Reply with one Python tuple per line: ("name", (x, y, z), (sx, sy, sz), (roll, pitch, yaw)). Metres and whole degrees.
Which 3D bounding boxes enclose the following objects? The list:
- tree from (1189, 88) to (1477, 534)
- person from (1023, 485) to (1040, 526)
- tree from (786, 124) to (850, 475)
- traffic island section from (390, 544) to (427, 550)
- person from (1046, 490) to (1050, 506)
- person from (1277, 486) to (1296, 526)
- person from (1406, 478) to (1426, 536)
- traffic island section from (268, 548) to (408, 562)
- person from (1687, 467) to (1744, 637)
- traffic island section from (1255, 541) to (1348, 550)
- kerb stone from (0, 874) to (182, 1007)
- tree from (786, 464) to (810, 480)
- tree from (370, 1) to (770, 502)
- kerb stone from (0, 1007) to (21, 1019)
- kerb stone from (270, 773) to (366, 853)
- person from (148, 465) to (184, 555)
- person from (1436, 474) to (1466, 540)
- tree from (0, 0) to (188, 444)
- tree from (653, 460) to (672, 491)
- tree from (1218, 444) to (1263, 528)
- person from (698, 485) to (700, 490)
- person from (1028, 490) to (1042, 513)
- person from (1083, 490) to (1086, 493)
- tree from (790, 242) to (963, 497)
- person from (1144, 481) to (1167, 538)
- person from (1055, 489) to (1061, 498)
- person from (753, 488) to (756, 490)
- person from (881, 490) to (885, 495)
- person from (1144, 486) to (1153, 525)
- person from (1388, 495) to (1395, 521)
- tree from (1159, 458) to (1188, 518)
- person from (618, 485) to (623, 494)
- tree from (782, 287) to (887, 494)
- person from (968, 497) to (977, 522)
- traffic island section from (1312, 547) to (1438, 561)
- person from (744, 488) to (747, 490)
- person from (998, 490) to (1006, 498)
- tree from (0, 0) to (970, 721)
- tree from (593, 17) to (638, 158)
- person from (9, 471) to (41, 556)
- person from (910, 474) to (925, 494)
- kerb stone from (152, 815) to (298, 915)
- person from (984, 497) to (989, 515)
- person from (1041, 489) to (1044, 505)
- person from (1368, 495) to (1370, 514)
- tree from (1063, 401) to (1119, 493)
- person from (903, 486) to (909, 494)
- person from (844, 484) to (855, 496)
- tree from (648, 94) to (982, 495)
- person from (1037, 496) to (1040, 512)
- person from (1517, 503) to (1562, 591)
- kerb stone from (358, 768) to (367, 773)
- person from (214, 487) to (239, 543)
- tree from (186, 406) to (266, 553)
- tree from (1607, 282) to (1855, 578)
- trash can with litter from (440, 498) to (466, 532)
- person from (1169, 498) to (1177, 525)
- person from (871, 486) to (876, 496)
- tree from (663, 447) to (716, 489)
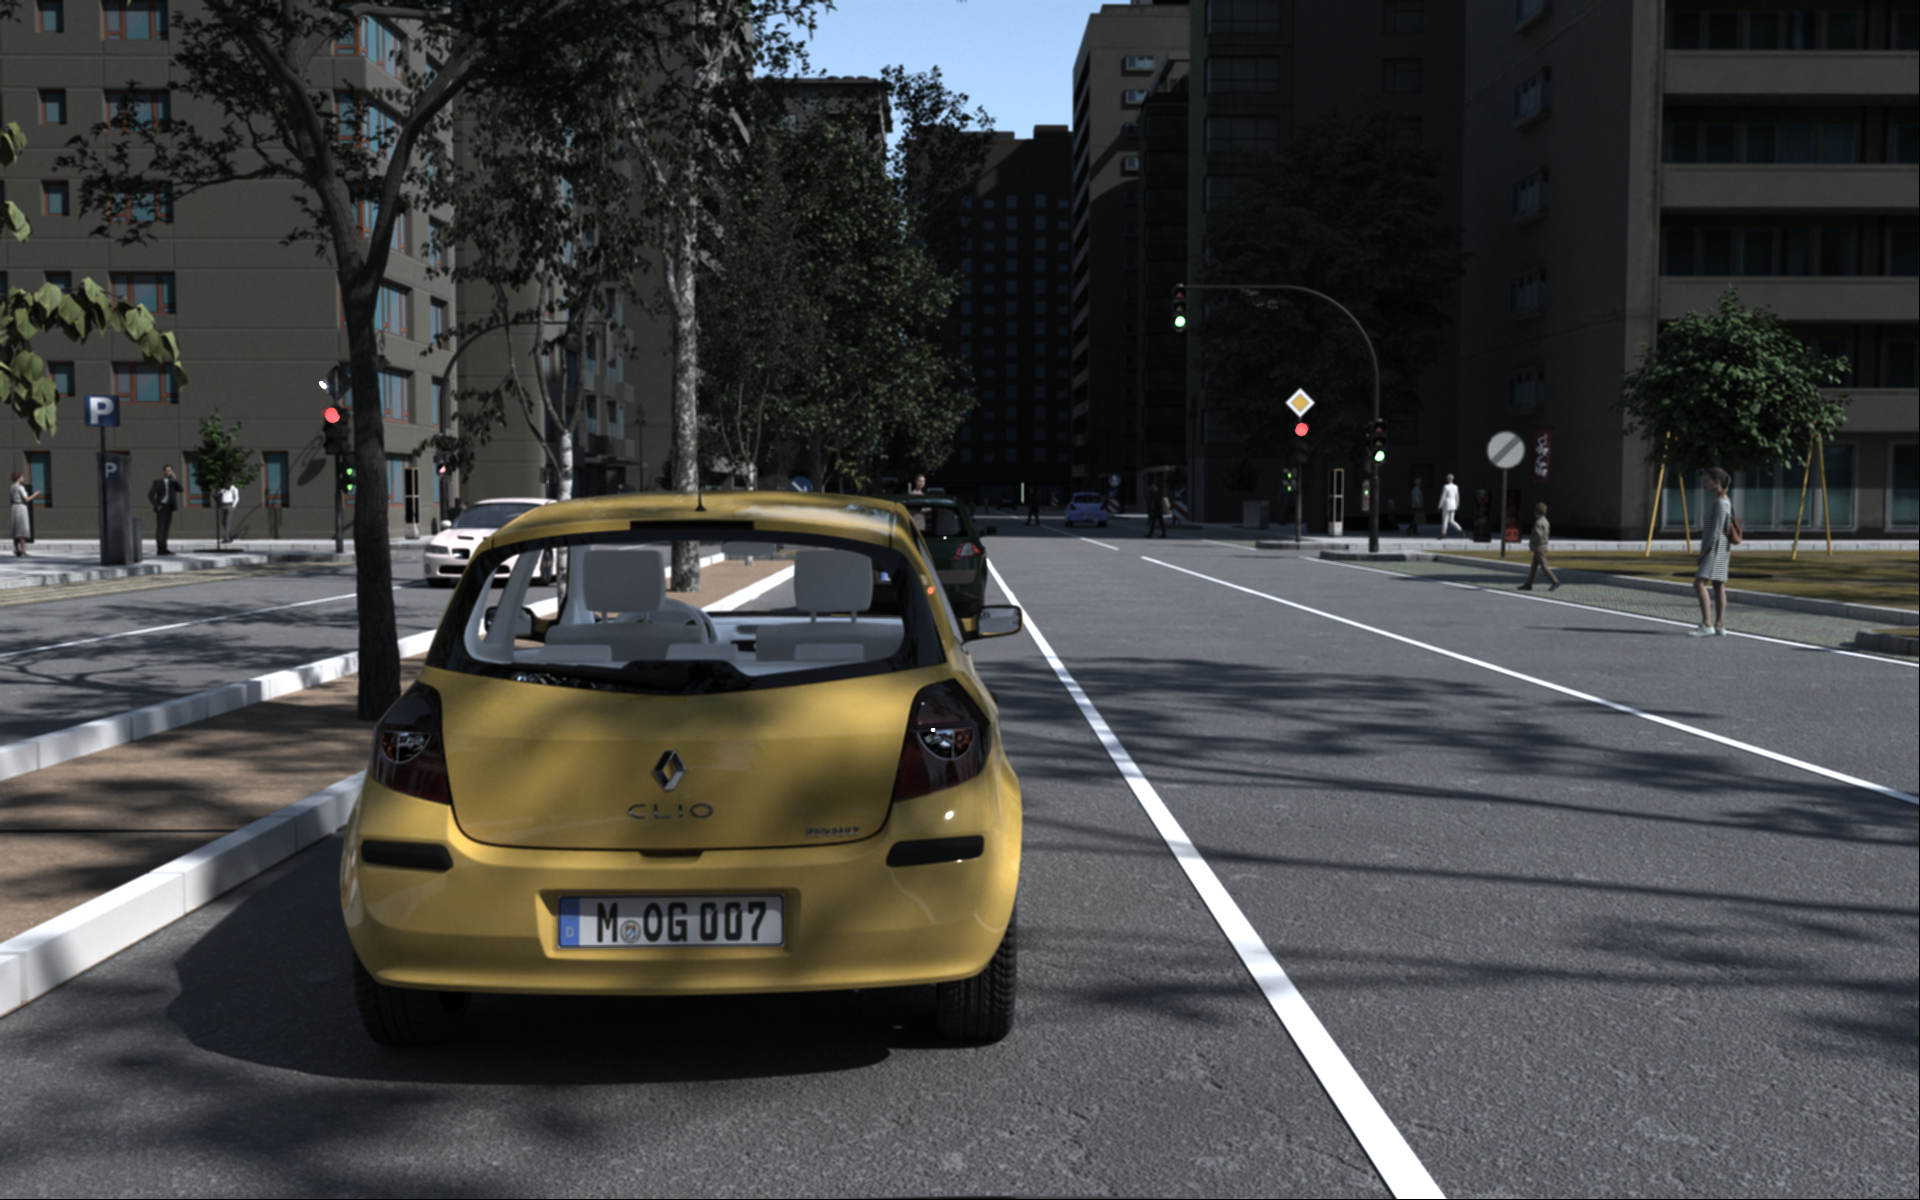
("tree", (11.625, -9.143, 56.151), (9.857, 13.997, 8.962), (0, 3, 0))
("person", (3.244, -4.302, 78.621), (0.755, 1.850, 0.659), (1, 4, 14))
("tree", (-4.223, -4.997, 34.522), (4.360, 8.622, 3.978), (0, 3, 0))
("traffic island section", (-13.637, -1.437, 45.771), (2.009, 0.180, 2.903), (0, 4, -1))
("person", (9.524, -11.001, 186.630), (0.721, 1.735, 1.217), (1, 4, 19))
("person", (13.280, -3.949, 70.733), (0.853, 1.813, 0.709), (3, 4, 37))
("person", (13.957, -2.841, 52.986), (0.515, 1.767, 0.782), (0, 4, 5))
("traffic island section", (-13.552, -0.948, 37.787), (2.009, 0.180, 2.903), (0, 4, -1))
("person", (7.641, -0.491, 17.526), (0.522, 1.701, 0.512), (1, 4, 18))
("traffic island section", (9.003, -1.451, 46.007), (2.009, 0.180, 2.903), (0, 4, -1))
("kerb stone", (-2.682, 1.030, 5.358), (0.120, 0.150, 1.000), (0, 4, -1))
("tree", (-17.393, -12.382, 186.162), (4.285, 4.588, 4.351), (0, 3, 0))
("tree", (-3.957, -3.941, 17.249), (4.360, 8.622, 3.978), (0, 3, 0))
("kerb stone", (-2.676, 1.095, 4.329), (0.120, 0.150, 1.000), (0, 4, -1))
("kerb stone", (-2.708, 0.905, 7.403), (0.120, 0.150, 1.000), (0, 4, -1))
("person", (-16.721, -1.904, 36.534), (0.474, 1.900, 0.648), (1, 4, 20))
("person", (13.751, -2.603, 48.475), (0.818, 1.842, 0.514), (3, 5, 41))
("tree", (-3.800, -3.173, 4.704), (4.737, 8.622, 4.395), (0, 3, 0))
("tree", (-16.351, -6.367, 98.695), (1.663, 3.219, 1.824), (0, 3, 0))
("tree", (11.002, -4.415, 66.794), (1.663, 3.219, 1.824), (0, 3, 0))
("person", (-11.258, -4.078, 75.028), (0.795, 1.843, 0.661), (0, 4, 6))
("person", (5.577, -7.292, 128.449), (1.217, 1.735, 0.721), (3, 5, 39))
("person", (11.513, -9.390, 161.046), (0.593, 1.643, 0.415), (0, 4, 6))
("tree", (-4.342, -10.678, 83.691), (9.857, 13.997, 8.962), (0, 3, 0))
("person", (6.360, -2.941, 56.355), (0.755, 1.850, 0.659), (1, 4, 22))
("person", (10.282, -10.925, 184.746), (0.705, 1.814, 1.350), (-2, 4, -32))
("person", (-17.299, -8.549, 145.758), (0.705, 1.831, 1.348), (3, 4, 37))
("person", (-7.376, -9.535, 164.411), (1.348, 1.822, 0.705), (1, 4, 22))
("person", (8.622, -4.323, 79.357), (0.526, 1.800, 0.537), (2, 4, 27))
("person", (17.021, -3.530, 68.440), (0.332, 1.250, 0.352), (-1, 4, -10))
("tree", (11.545, -5.956, 91.983), (1.663, 3.219, 1.824), (0, 3, 0))
("person", (-18.677, -5.449, 95.315), (0.537, 1.800, 0.526), (3, 4, 37))
("tree", (-4.305, -6.774, 63.578), (4.737, 8.622, 4.395), (0, 3, 0))
("person", (0.620, -4.641, 88.658), (0.640, 1.303, 0.475), (2, 4, 27))
("traffic island section", (9.088, -0.963, 38.022), (2.009, 0.180, 2.903), (0, 4, -1))
("person", (-18.333, -8.673, 147.855), (0.705, 1.823, 1.348), (-1, 4, -9))
("person", (4.622, -10.777, 184.328), (1.348, 1.869, 0.705), (0, 4, 2))
("tree", (-3.658, -4.535, 11.019), (8.767, 10.594, 7.601), (0, 4, -1))
("tree", (-5.245, -10.229, 25.589), (12.611, 20.169, 13.585), (0, 3, 0))
("person", (-19.317, -1.781, 35.740), (0.480, 1.755, 0.524), (2, 4, 24))
("person", (-0.695, -1.278, 29.737), (0.374, 1.781, 0.599), (1, 4, 22))
("kerb stone", (-2.696, 0.967, 6.380), (0.120, 0.150, 1.000), (0, 4, -1))
("person", (1.855, -6.518, 119.759), (0.352, 1.250, 0.332), (2, 4, 33))
("person", (9.278, -11.592, 195.666), (0.705, 1.812, 1.348), (0, 4, 4))
("person", (13.771, -2.873, 57.707), (0.352, 1.250, 0.332), (-1, 4, -21))
("tree", (10.000, -11.150, 132.665), (4.360, 8.622, 3.978), (0, 3, 0))
("person", (-2.653, -4.765, 86.425), (0.620, 1.820, 0.660), (2, 4, 27))
("person", (-4.603, -3.934, 72.621), (0.655, 1.846, 0.447), (3, 5, 41))
("tree", (-4.161, -7.962, 49.636), (9.611, 12.733, 9.660), (0, 3, 0))
("person", (6.076, -7.568, 135.494), (0.557, 1.426, 1.065), (-1, 4, -13))
("person", (8.543, -0.779, 25.506), (0.640, 1.303, 0.475), (1, 4, 21))
("kerb stone", (-2.718, 0.842, 8.425), (0.120, 0.150, 1.000), (0, 4, -1))
("person", (-19.224, -2.399, 45.374), (0.679, 1.850, 0.850), (0, 4, 6))
("tree", (-16.403, -2.664, 38.164), (1.663, 3.219, 1.824), (0, 3, 0))
("tree", (11.889, -2.649, 27.026), (4.285, 4.588, 4.351), (0, 3, 0))
("trash can with litter", (-15.768, -2.593, 53.789), (0.624, 1.170, 1.055), (0, 4, 0))
("person", (9.046, -3.673, 72.832), (0.475, 1.303, 0.640), (-1, 4, -19))
("person", (-3.811, -4.067, 75.334), (0.374, 1.781, 0.599), (0, 4, 3))
("tree", (-16.389, -7.383, 104.425), (4.285, 4.588, 4.351), (0, 3, 0))
